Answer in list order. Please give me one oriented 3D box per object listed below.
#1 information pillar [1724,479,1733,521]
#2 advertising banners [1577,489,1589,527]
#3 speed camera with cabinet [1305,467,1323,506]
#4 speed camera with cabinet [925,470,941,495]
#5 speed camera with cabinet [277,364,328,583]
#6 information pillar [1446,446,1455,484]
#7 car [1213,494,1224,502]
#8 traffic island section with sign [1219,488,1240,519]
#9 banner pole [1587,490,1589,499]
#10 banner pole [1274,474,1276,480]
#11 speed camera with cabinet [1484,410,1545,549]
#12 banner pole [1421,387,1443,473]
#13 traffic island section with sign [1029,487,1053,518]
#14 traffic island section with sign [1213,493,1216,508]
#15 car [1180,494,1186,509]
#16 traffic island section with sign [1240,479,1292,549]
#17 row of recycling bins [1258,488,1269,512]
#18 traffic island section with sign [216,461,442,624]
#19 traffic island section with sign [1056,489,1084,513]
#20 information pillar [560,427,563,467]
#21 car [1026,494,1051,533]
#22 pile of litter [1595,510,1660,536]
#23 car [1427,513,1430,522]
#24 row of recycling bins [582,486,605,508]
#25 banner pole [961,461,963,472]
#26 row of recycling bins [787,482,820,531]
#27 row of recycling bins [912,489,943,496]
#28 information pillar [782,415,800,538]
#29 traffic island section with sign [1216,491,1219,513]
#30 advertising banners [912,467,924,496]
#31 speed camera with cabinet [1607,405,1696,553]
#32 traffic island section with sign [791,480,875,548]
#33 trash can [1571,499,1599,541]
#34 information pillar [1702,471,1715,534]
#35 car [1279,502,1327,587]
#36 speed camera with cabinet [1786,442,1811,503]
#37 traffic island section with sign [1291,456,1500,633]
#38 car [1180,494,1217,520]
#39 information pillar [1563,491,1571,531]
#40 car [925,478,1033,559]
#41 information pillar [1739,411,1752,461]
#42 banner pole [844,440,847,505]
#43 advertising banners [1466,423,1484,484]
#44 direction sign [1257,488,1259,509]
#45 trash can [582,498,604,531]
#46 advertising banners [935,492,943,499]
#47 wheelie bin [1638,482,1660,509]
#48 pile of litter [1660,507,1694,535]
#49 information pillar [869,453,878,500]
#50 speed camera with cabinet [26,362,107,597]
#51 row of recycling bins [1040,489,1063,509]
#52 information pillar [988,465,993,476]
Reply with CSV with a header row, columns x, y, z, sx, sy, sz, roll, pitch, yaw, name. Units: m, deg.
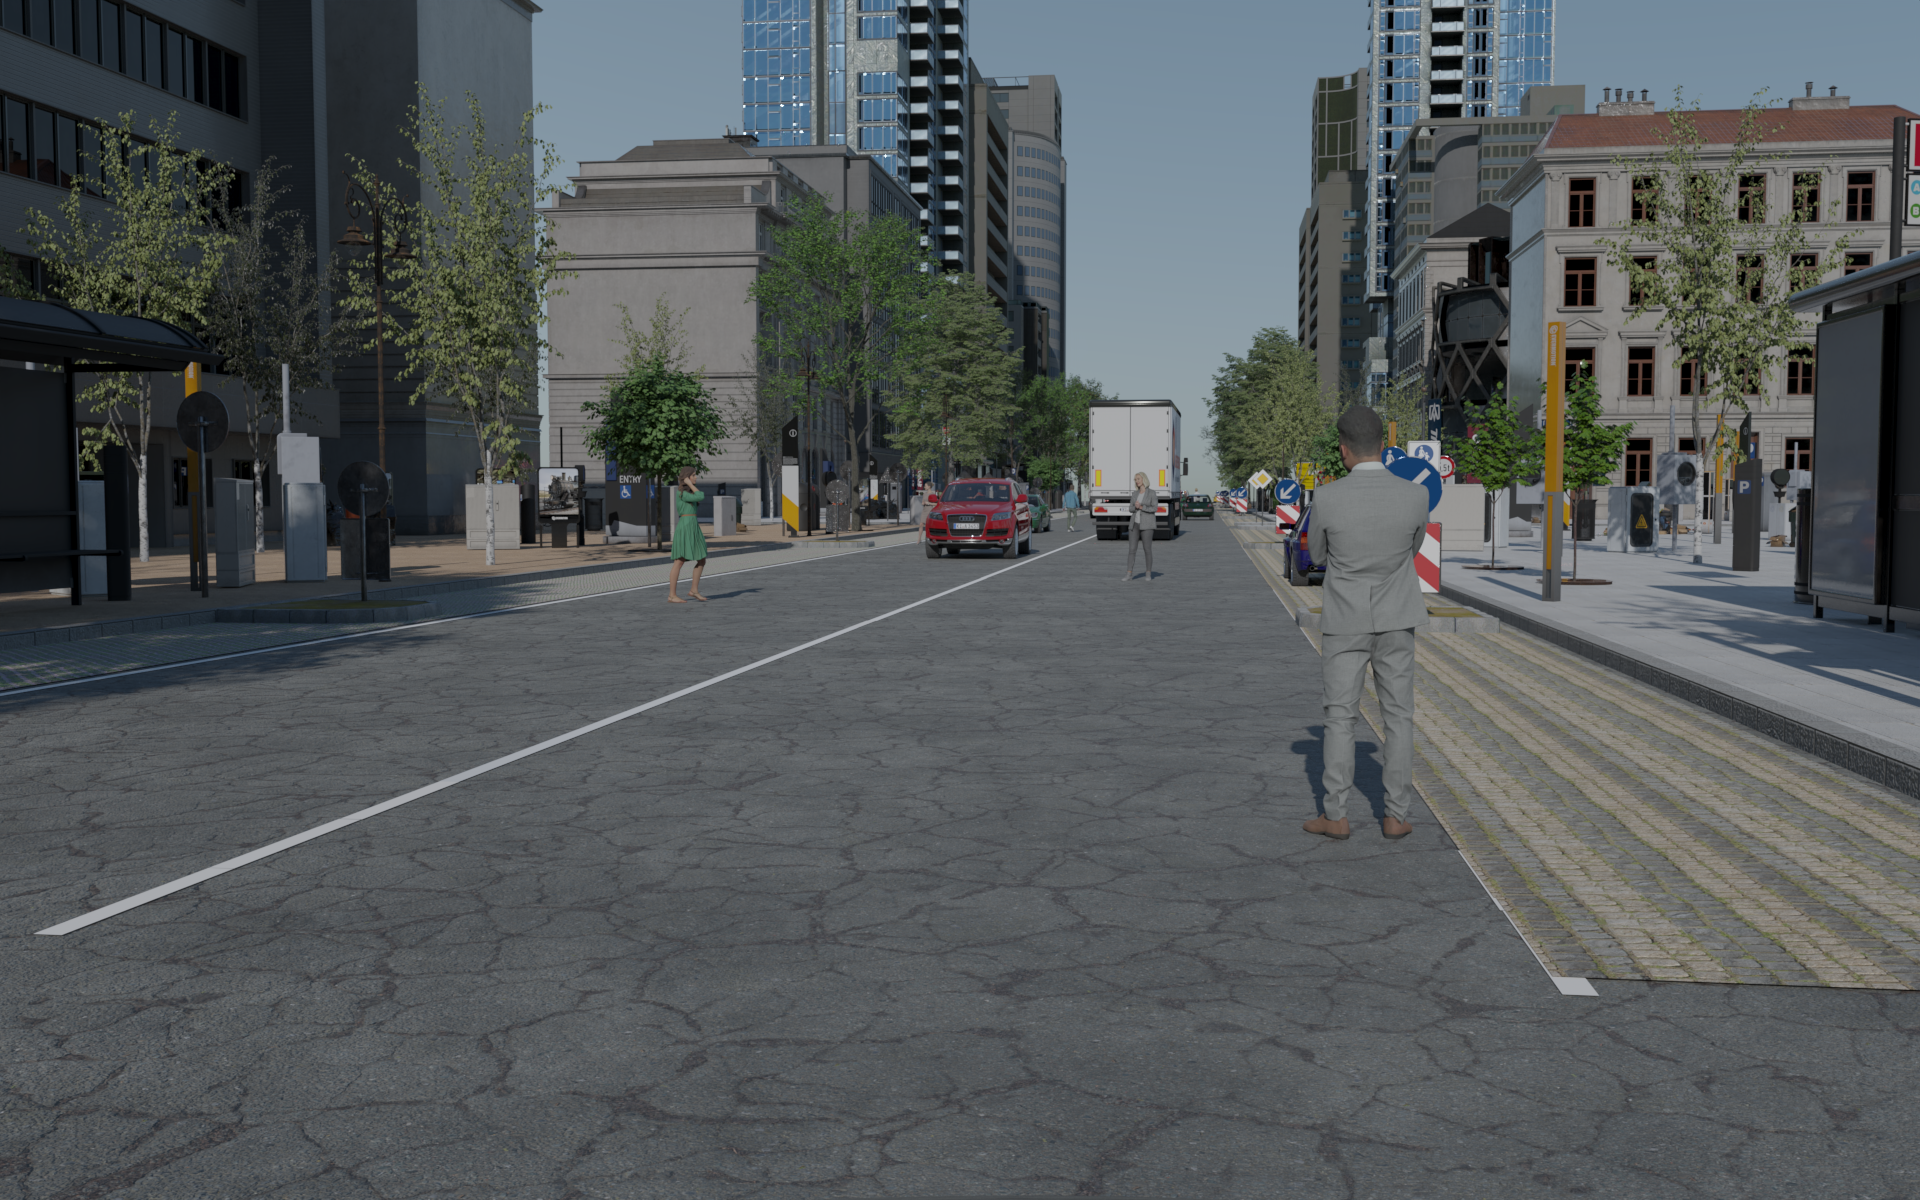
x,y,z,sx,sy,sz,roll,pitch,yaw,name
37.208,-4.849,83.777,0.304,2.012,0.304,-1,4,-14,information pillar
22.985,-4.154,64.109,0.090,3.025,2.074,2,4,34,advertising banners
19.297,-6.197,95.659,2.038,3.252,0.660,1,4,21,speed camera with cabinet
-2.046,-8.937,140.457,0.660,3.252,2.038,2,4,32,speed camera with cabinet
-9.829,-1.929,25.882,0.660,3.252,2.038,-1,4,-22,speed camera with cabinet
21.690,-5.214,76.605,0.183,3.616,0.504,-2,4,-24,information pillar
40.035,-15.758,267.867,2.015,1.641,3.980,0,4,8,car
16.220,-5.619,100.495,1.989,1.847,2.006,0,4,8,traffic island section with sign
25.072,-4.795,68.422,0.863,3.779,0.401,1,4,18,banner pole
26.179,-9.423,144.076,0.401,3.779,0.863,2,4,25,banner pole
12.989,-2.863,41.143,2.038,3.252,0.660,3,5,41,speed camera with cabinet
10.910,-3.074,40.274,0.401,3.779,0.863,-2,4,-24,banner pole
4.425,-5.703,101.873,1.989,1.847,2.006,0,4,8,traffic island section with sign
27.004,-10.291,176.893,1.989,1.847,2.006,0,4,8,traffic island section with sign
18.119,-8.131,144.747,2.131,1.459,4.920,1,4,9,car
8.461,-2.254,45.486,1.989,1.847,2.006,0,4,8,traffic island section with sign
22.355,-7.340,127.116,1.069,1.692,3.534,0,4,7,row of recycling bins
-7.135,-0.694,19.981,1.989,1.847,2.006,0,4,8,traffic island section with sign
8.227,-7.355,128.889,1.989,1.847,2.006,0,4,8,traffic island section with sign
-13.934,-4.237,60.627,0.183,3.616,0.504,-1,4,-12,information pillar
2.316,-3.245,64.858,2.131,1.459,4.920,1,4,9,car
20.361,-2.409,53.349,1.176,0.858,1.719,-3,5,-42,pile of litter
20.086,-3.711,72.682,4.499,1.417,2.014,1,4,9,car
-30.260,-8.159,140.518,1.069,1.692,3.534,2,4,24,row of recycling bins
0.090,-6.472,95.831,0.401,3.779,0.863,0,4,6,banner pole
-5.563,-3.305,61.145,1.069,1.692,3.534,0,4,2,row of recycling bins
-2.255,-8.339,143.463,3.534,1.692,1.069,1,4,15,row of recycling bins
-4.972,-3.641,50.877,0.504,3.616,0.183,0,4,-6,information pillar
19.989,-7.254,127.226,1.989,1.847,2.006,0,4,8,traffic island section with sign
-2.567,-6.606,104.189,0.090,3.025,2.074,1,4,20,advertising banners
15.302,-2.684,38.227,2.038,3.252,0.660,-1,4,-22,speed camera with cabinet
-3.362,-2.327,46.672,1.989,1.847,2.006,0,4,8,traffic island section with sign
17.016,-2.178,47.260,0.748,1.137,0.748,0,3,0,trash can
24.072,-3.139,55.808,0.304,2.012,0.304,-3,5,-43,information pillar
6.147,-0.938,27.910,1.945,1.354,3.894,0,4,8,car
32.398,-4.370,65.793,0.660,3.252,2.038,-1,4,-18,speed camera with cabinet
4.683,-0.622,18.796,1.989,1.847,2.006,0,4,8,traffic island section with sign
13.152,-5.248,95.585,2.009,1.686,4.222,1,4,9,car
21.141,-4.235,60.594,0.183,3.616,0.504,-2,4,-33,information pillar
0.491,-1.914,39.967,2.281,1.827,5.304,0,4,8,car
22.314,-3.542,49.268,0.183,3.616,0.504,0,4,-6,information pillar
-5.308,-5.516,80.197,0.401,3.779,0.863,0,4,-7,banner pole
12.096,-2.876,43.204,2.074,3.025,0.090,1,4,19,advertising banners
24.832,-9.310,144.210,0.876,3.537,0.379,-3,5,-41,direction sign
-12.709,-2.962,60.090,0.748,1.137,0.748,0,3,0,trash can
-1.920,-7.073,111.826,2.074,3.025,0.090,-2,4,-25,advertising banners
17.628,-2.245,44.620,0.693,1.594,0.980,0,4,2,wheelie bin
22.753,-2.532,55.371,1.719,0.858,1.176,0,4,-6,pile of litter
-4.997,-6.634,99.819,0.504,3.616,0.183,0,4,5,information pillar
-11.456,-1.706,22.233,2.038,3.252,0.660,3,5,44,speed camera with cabinet
7.820,-8.820,151.317,1.069,1.692,3.534,-2,4,-30,row of recycling bins
2.318,-8.765,134.655,0.504,3.616,0.183,3,4,38,information pillar
